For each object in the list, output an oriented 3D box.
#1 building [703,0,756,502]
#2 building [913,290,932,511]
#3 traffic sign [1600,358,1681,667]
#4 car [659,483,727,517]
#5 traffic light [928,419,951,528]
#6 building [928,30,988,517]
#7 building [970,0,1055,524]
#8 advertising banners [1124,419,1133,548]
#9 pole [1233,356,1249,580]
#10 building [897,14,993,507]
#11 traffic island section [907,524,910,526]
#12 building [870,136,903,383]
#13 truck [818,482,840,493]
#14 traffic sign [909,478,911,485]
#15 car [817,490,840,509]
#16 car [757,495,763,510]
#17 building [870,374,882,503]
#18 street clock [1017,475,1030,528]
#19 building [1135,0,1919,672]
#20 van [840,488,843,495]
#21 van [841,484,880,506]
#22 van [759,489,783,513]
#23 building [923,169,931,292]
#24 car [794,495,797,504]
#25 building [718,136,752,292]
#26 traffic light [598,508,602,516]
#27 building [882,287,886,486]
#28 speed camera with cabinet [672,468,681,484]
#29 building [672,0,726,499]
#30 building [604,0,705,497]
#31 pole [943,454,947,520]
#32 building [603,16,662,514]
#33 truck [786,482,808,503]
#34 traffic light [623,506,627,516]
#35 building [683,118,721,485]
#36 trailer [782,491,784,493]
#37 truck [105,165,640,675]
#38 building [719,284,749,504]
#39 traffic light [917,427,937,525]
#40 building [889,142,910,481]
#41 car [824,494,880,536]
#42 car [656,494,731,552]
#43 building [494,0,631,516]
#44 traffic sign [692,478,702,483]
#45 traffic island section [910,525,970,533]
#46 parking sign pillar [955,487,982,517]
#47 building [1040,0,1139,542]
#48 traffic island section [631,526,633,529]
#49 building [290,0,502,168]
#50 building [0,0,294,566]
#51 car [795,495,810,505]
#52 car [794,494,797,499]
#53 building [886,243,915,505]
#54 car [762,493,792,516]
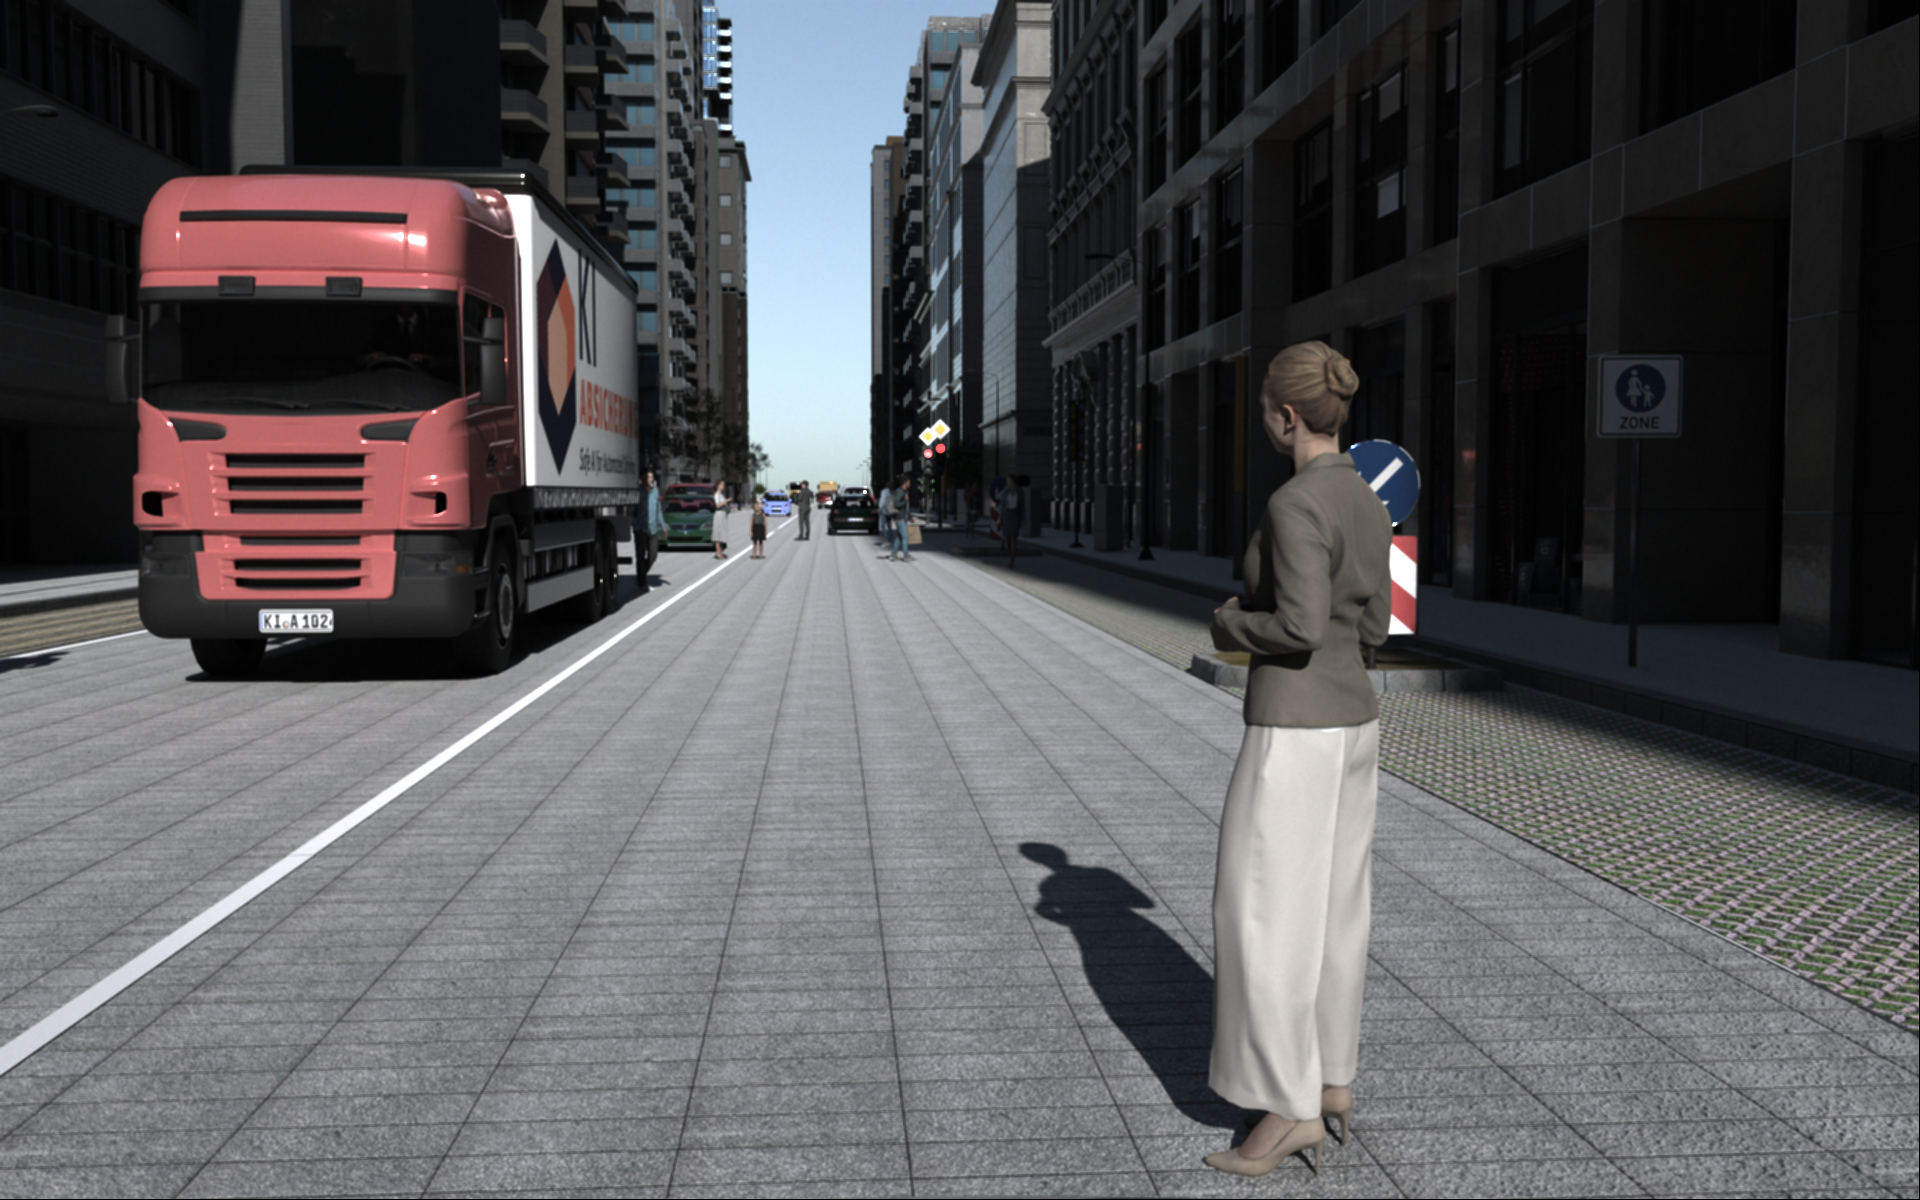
[{"bbox_3d":[-44.934,-59.509,285.635,22.319,86.520,31.000,0,4,-4],"label":"building"},{"bbox_3d":[1.966,-16.725,138.075,10.561,19.102,19.286,0,4,-4],"label":"building"},{"bbox_3d":[5.003,-0.654,12.823,0.606,2.300,0.079,0,4,3],"label":"traffic sign"},{"bbox_3d":[-8.905,-2.984,57.468,2.281,1.827,5.304,0,4,-2],"label":"car"},{"bbox_3d":[-0.762,-4.642,64.814,0.839,4.253,0.868,0,4,-4],"label":"traffic light"},{"bbox_3d":[4.358,-20.500,112.674,11.434,29.767,29.804,0,4,-4],"label":"building"},{"bbox_3d":[23.161,-18.747,82.927,44.131,29.872,17.030,0,4,-4],"label":"building"},{"bbox_3d":[4.020,-2.754,41.221,0.090,3.025,2.074,0,4,2],"label":"advertising banners"},{"bbox_3d":[4.178,-1.952,25.753,0.158,3.312,0.155,0,3,0],"label":"pole"},{"bbox_3d":[5.627,-34.201,178.799,23.786,49.044,30.456,0,4,-4],"label":"building"},{"bbox_3d":[-1.325,-3.096,72.893,2.009,0.180,2.903,0,4,-4],"label":"traffic island section"},{"bbox_3d":[-4.397,-45.852,291.678,21.231,58.520,28.212,0,4,-4],"label":"building"},{"bbox_3d":[-20.349,-16.613,267.548,3.469,3.379,9.791,0,4,-3],"label":"truck"},{"bbox_3d":[-4.061,-8.001,130.920,0.768,2.556,0.104,0,4,0],"label":"traffic sign"},{"bbox_3d":[-12.684,-9.718,167.565,2.281,1.827,5.304,0,4,-3],"label":"car"},{"bbox_3d":[-17.341,-8.841,156.904,2.083,1.381,4.827,0,4,-5],"label":"car"},{"bbox_3d":[0.519,-25.661,264.596,27.650,21.520,28.899,0,4,-4],"label":"building"},{"bbox_3d":[2.370,-3.683,64.794,0.471,2.002,0.358,2,4,29],"label":"street clock"},{"bbox_3d":[15.264,-13.577,26.505,19.350,26.468,34.151,0,4,-4],"label":"building"},{"bbox_3d":[-6.587,-6.017,105.384,2.013,2.044,4.112,0,4,-3],"label":"van"},{"bbox_3d":[-4.504,-4.244,76.402,2.013,2.044,4.112,0,4,-3],"label":"van"},{"bbox_3d":[-14.519,-7.791,134.388,2.013,2.044,4.112,0,4,-2],"label":"van"},{"bbox_3d":[3.597,-23.560,156.909,14.160,30.474,14.107,0,4,-4],"label":"building"},{"bbox_3d":[-22.256,-14.303,242.656,1.959,1.807,4.718,0,4,-3],"label":"car"},{"bbox_3d":[-45.716,-40.862,257.330,28.713,52.752,27.495,0,4,-4],"label":"building"},{"bbox_3d":[-13.286,-4.583,63.851,0.839,4.253,0.868,0,4,-4],"label":"traffic light"},{"bbox_3d":[-3.923,-28.749,241.742,14.160,30.474,14.107,0,4,-4],"label":"building"},{"bbox_3d":[-21.170,-8.477,132.940,0.660,3.252,2.038,3,5,42],"label":"speed camera with cabinet"},{"bbox_3d":[-37.827,-46.557,199.452,20.563,71.187,20.611,0,4,-4],"label":"building"},{"bbox_3d":[-36.330,-33.065,160.227,23.786,49.044,30.456,0,4,-4],"label":"building"},{"bbox_3d":[-0.766,-5.717,87.310,0.158,3.312,0.155,0,3,0],"label":"pole"},{"bbox_3d":[-37.393,-26.096,118.551,32.217,40.220,23.993,0,4,-4],"label":"building"},{"bbox_3d":[-26.786,-17.722,285.669,3.469,3.379,9.791,0,4,-4],"label":"truck"},{"bbox_3d":[-13.890,-5.070,71.814,0.839,4.253,0.868,0,4,-4],"label":"traffic light"},{"bbox_3d":[-32.926,-30.567,183.372,14.154,41.232,14.086,0,4,-4],"label":"building"},{"bbox_3d":[-30.780,-17.751,297.282,1.471,1.999,3.904,0,4,-3],"label":"trailer"},{"bbox_3d":[-5.052,-1.726,17.141,2.839,4.237,11.283,0,4,-4],"label":"truck"},{"bbox_3d":[-36.407,-28.473,237.231,14.160,30.474,14.107,0,4,-4],"label":"building"},{"bbox_3d":[-1.366,-5.129,72.776,0.839,4.253,0.868,0,4,-4],"label":"traffic light"},{"bbox_3d":[-1.648,-34.600,215.827,14.600,45.320,14.200,0,4,-4],"label":"building"},{"bbox_3d":[-3.785,-3.146,61.228,2.009,1.686,4.222,0,4,-6],"label":"car"},{"bbox_3d":[-6.954,-2.001,44.522,2.131,1.459,4.920,0,4,-6],"label":"car"},{"bbox_3d":[-28.184,-26.301,84.644,22.147,44.769,28.867,0,4,-4],"label":"building"},{"bbox_3d":[-20.347,-8.200,134.180,0.768,2.556,0.104,0,4,3],"label":"traffic sign"},{"bbox_3d":[-0.721,-2.609,64.931,2.009,0.180,2.903,0,4,-4],"label":"traffic island section"},{"bbox_3d":[0.473,-6.587,96.167,1.447,3.967,1.447,-2,4,-34],"label":"parking sign pillar"},{"bbox_3d":[8.817,-13.784,54.252,11.050,23.489,19.941,0,4,-4],"label":"building"},{"bbox_3d":[-13.931,-3.038,71.945,2.009,0.180,2.903,0,4,-4],"label":"traffic island section"},{"bbox_3d":[-23.870,-13.815,55.558,15.834,23.373,12.332,0,4,-4],"label":"building"},{"bbox_3d":[-20.329,-12.455,22.711,14.314,24.678,30.058,0,4,-4],"label":"building"},{"bbox_3d":[-20.148,-13.023,222.714,2.009,1.686,4.222,0,4,-3],"label":"car"},{"bbox_3d":[-25.309,-16.140,273.680,2.009,1.686,4.222,0,4,-3],"label":"car"},{"bbox_3d":[-0.964,-26.267,201.171,14.160,30.474,14.107,0,4,-4],"label":"building"},{"bbox_3d":[-11.841,-6.285,112.342,1.945,1.707,3.694,0,4,-4],"label":"car"}]
